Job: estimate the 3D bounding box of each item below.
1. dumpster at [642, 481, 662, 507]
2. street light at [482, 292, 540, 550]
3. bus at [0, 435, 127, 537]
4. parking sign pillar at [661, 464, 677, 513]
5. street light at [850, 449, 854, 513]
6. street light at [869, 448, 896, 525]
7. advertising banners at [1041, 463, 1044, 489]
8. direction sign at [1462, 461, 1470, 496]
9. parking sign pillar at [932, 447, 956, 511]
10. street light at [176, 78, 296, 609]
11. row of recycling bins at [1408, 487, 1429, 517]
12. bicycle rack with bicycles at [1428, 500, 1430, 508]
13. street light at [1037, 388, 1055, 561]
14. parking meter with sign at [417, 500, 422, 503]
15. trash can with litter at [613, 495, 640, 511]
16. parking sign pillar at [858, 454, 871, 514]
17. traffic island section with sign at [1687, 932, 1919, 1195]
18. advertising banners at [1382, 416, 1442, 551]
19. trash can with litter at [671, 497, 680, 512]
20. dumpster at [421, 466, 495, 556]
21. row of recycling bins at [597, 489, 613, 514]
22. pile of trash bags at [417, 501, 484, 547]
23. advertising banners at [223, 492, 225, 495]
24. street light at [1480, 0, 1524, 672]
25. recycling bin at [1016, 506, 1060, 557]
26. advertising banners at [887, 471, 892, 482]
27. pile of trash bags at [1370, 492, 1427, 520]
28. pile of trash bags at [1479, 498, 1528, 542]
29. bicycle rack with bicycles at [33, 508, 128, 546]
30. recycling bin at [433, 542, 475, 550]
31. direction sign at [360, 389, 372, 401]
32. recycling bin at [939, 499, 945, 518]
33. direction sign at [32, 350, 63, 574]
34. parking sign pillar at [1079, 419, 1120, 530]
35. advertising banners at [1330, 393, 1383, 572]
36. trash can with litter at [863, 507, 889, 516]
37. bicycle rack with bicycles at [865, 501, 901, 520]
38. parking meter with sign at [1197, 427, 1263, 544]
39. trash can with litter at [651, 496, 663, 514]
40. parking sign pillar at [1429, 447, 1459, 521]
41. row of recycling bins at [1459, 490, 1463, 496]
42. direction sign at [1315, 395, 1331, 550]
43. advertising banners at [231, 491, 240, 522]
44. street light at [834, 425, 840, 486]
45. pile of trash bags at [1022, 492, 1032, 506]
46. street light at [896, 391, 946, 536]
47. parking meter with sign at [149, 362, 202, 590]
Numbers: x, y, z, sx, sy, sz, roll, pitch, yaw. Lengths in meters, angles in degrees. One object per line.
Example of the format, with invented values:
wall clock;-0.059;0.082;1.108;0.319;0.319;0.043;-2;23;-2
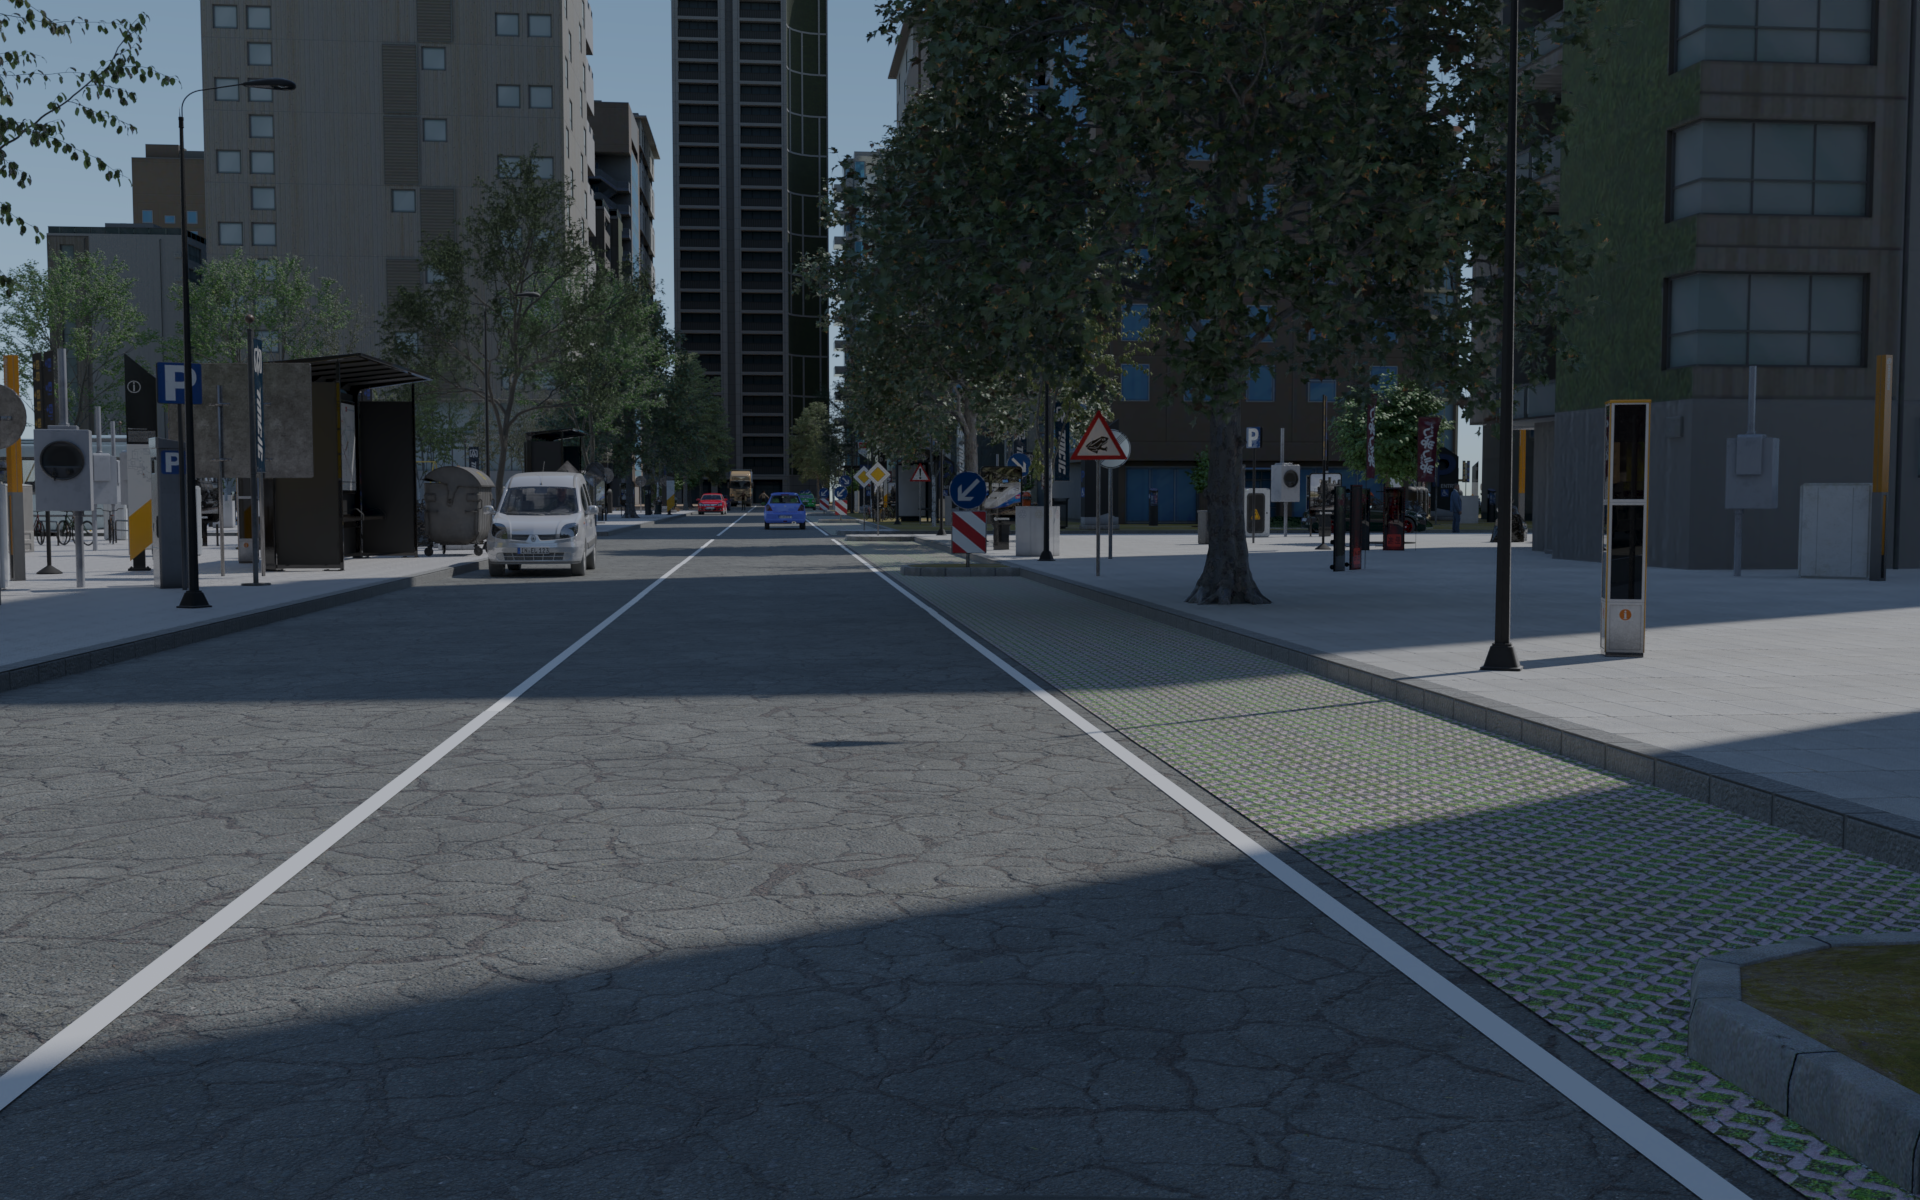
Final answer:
dumpster;-21.996;-7.445;124.224;1.502;2.255;1.985;0;4;-6
street light;-10.353;-4.122;39.928;1.470;5.913;1.316;0;4;-6
bus;-32.594;-3.653;54.589;13.247;3.499;2.948;0;4;-5
parking sign pillar;-20.238;-7.990;119.104;1.447;3.967;1.447;0;4;-4
street light;-5.297;-7.378;93.179;1.470;5.913;1.316;0;4;-6
street light;-3.169;-6.125;72.678;1.470;5.913;1.316;0;4;-6
advertising banners;5.287;-6.297;99.137;2.074;3.025;0.090;-3;5;-44
direction sign;34.193;-7.650;117.072;0.876;3.537;0.379;-3;5;-41
parking sign pillar;-0.920;-6.772;99.195;1.447;3.967;1.447;-1;4;-15
street light;-8.113;-2.868;19.439;1.470;5.913;1.316;0;4;-6
row of recycling bins;25.373;-5.457;96.330;1.069;1.692;3.534;2;4;27
bicycle rack with bicycles;31.122;-6.275;115.971;2.925;0.926;2.852;-1;4;-19
street light;1.120;-3.699;33.019;1.470;5.913;1.316;0;4;-6
parking meter with sign;-40.918;-8.134;129.246;0.543;3.016;1.738;2;4;27
trash can with litter;-25.717;-7.477;133.306;2.233;1.210;1.678;0;4;6
parking sign pillar;-6.013;-7.723;114.741;1.447;3.967;1.447;0;4;3
traffic island section with sign;2.877;0.282;4.019;1.989;1.847;2.006;0;4;-6
advertising banners;9.814;-2.633;39.237;2.074;3.025;0.090;1;4;13
trash can with litter;-20.719;-7.020;126.170;0.624;1.170;1.055;-3;5;-40
dumpster;-10.538;-1.873;36.386;1.264;1.857;1.865;0;4;-6
row of recycling bins;-23.906;-6.568;114.496;1.069;1.692;3.534;0;4;8
pile of trash bags;-12.957;-2.079;43.749;1.912;1.369;3.447;0;4;-5
advertising banners;-49.840;-7.308;115.673;0.090;3.025;2.074;1;4;18
street light;3.428;-2.441;12.452;1.470;5.913;1.316;0;4;-6
recycling bin;1.607;-1.422;35.804;0.722;1.027;0.722;2;4;26
advertising banners;-4.627;-8.235;130.821;2.074;3.025;0.090;0;4;-6
pile of trash bags;16.964;-3.597;68.568;3.447;1.369;1.912;-3;5;-41
pile of trash bags;15.761;-2.209;45.871;3.447;1.369;1.912;3;5;39
bicycle rack with bicycles;-22.216;-1.866;43.889;2.852;0.926;2.925;-3;4;-39
recycling bin;-12.122;-1.769;41.481;0.722;1.027;0.722;2;4;35
direction sign;-12.318;-2.678;35.777;0.379;3.537;0.876;-3;5;-43
recycling bin;-0.938;-4.844;91.756;0.722;1.027;0.722;-1;4;-17
direction sign;-14.614;-2.183;27.693;0.876;3.537;0.379;3;5;44
parking sign pillar;5.018;-4.509;62.196;1.447;3.967;1.447;-1;4;-16
advertising banners;6.692;-2.024;29.286;0.090;3.025;2.074;2;4;33
trash can with litter;-4.542;-5.511;101.162;2.233;1.210;1.678;0;4;-3
bicycle rack with bicycles;-3.245;-4.382;85.033;2.852;0.926;2.925;-1;4;-19
parking meter with sign;6.939;-2.960;44.650;1.738;3.016;0.543;-2;4;-31
trash can with litter;-19.242;-5.964;108.904;1.055;1.170;0.624;1;4;9
parking sign pillar;23.399;-5.819;83.609;1.447;3.967;1.447;1;4;13
row of recycling bins;38.134;-7.834;135.200;1.069;1.692;3.534;-1;4;-12
direction sign;8.387;-2.930;39.899;0.379;3.537;0.876;1;4;17
advertising banners;-32.430;-4.995;77.849;0.090;3.025;2.074;-3;5;-39
street light;-7.680;-8.689;114.611;1.470;5.913;1.316;0;4;-6
pile of trash bags;2.180;-3.969;74.645;1.912;1.369;3.447;-2;4;-25
street light;-1.116;-4.952;53.508;1.470;5.913;1.316;0;4;-6
parking meter with sign;-10.796;-1.680;23.734;0.543;3.016;1.738;-2;4;-33
